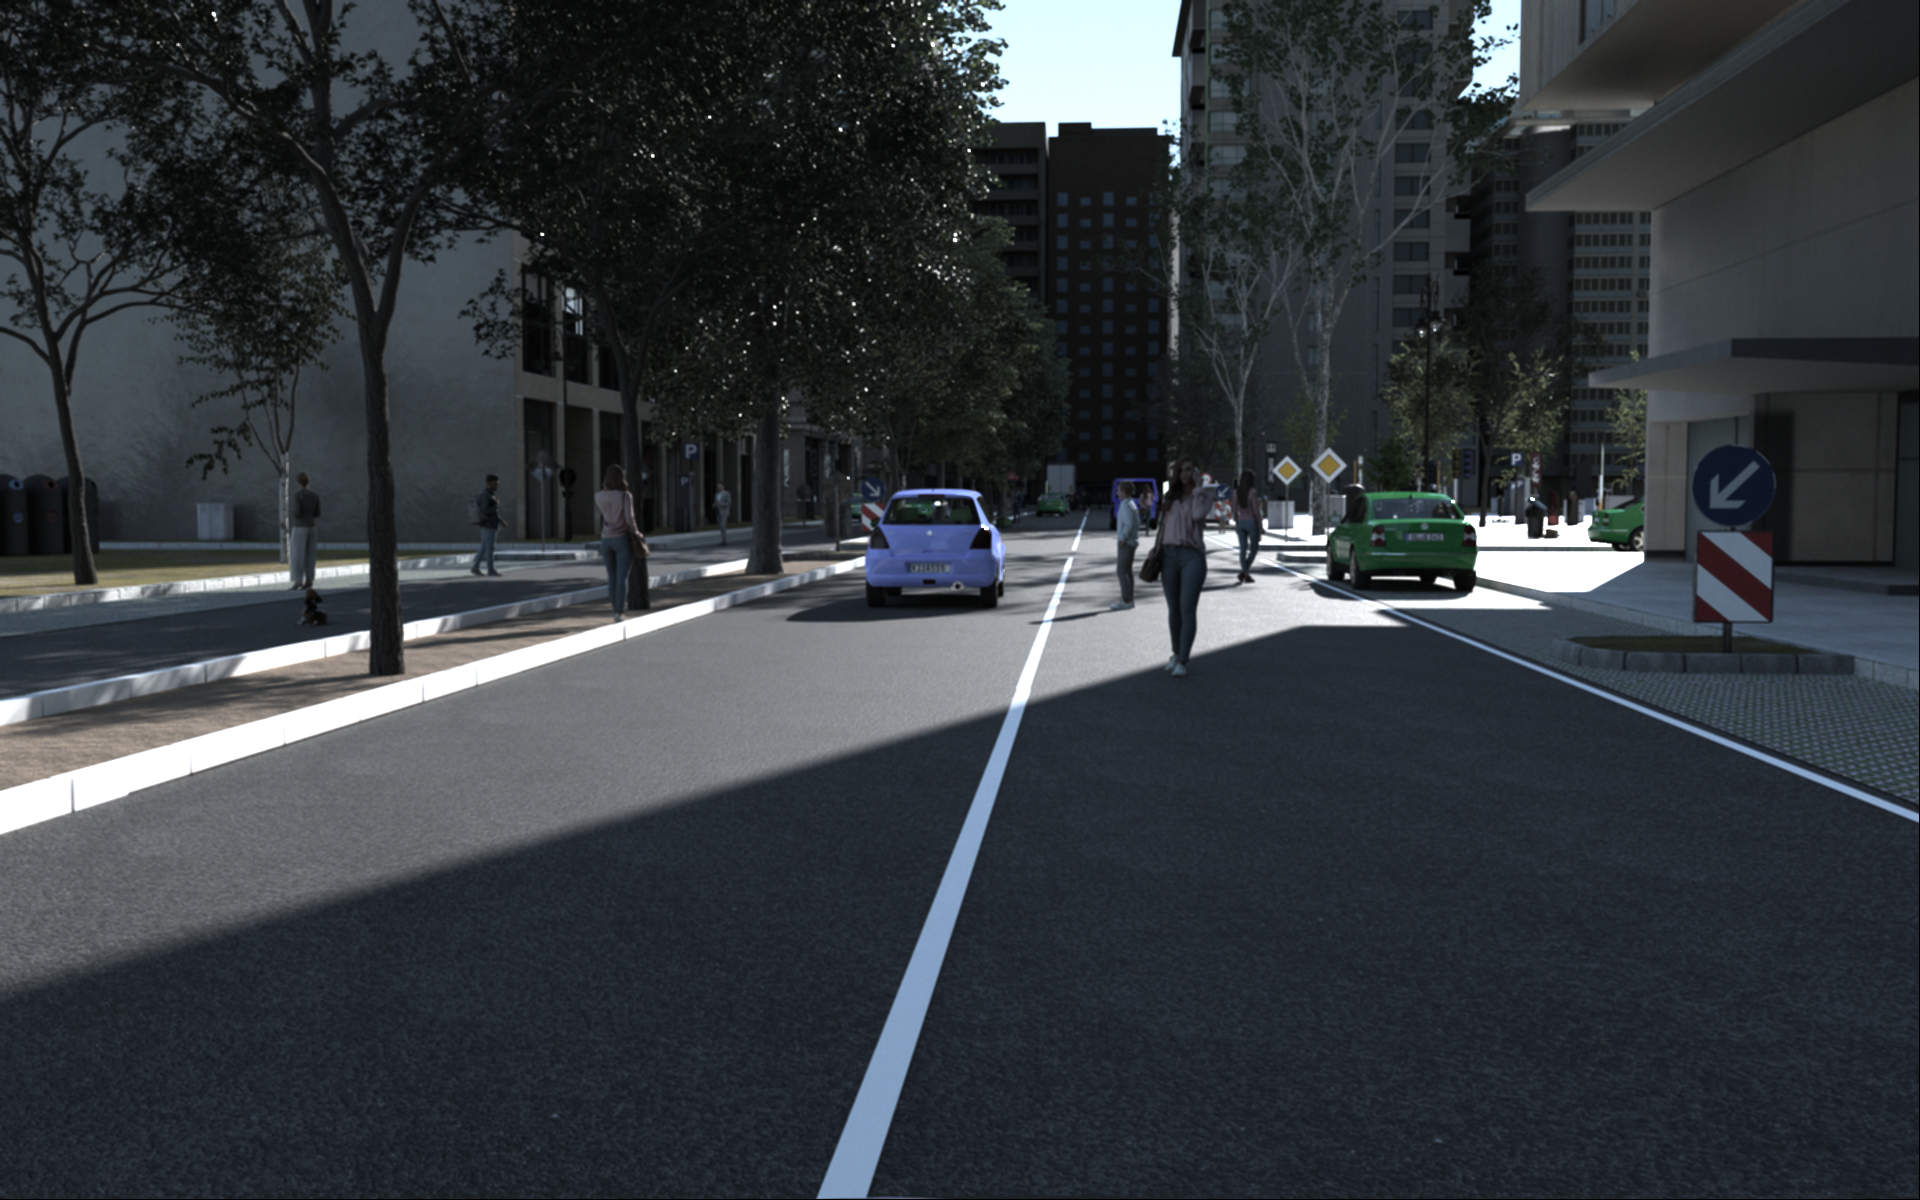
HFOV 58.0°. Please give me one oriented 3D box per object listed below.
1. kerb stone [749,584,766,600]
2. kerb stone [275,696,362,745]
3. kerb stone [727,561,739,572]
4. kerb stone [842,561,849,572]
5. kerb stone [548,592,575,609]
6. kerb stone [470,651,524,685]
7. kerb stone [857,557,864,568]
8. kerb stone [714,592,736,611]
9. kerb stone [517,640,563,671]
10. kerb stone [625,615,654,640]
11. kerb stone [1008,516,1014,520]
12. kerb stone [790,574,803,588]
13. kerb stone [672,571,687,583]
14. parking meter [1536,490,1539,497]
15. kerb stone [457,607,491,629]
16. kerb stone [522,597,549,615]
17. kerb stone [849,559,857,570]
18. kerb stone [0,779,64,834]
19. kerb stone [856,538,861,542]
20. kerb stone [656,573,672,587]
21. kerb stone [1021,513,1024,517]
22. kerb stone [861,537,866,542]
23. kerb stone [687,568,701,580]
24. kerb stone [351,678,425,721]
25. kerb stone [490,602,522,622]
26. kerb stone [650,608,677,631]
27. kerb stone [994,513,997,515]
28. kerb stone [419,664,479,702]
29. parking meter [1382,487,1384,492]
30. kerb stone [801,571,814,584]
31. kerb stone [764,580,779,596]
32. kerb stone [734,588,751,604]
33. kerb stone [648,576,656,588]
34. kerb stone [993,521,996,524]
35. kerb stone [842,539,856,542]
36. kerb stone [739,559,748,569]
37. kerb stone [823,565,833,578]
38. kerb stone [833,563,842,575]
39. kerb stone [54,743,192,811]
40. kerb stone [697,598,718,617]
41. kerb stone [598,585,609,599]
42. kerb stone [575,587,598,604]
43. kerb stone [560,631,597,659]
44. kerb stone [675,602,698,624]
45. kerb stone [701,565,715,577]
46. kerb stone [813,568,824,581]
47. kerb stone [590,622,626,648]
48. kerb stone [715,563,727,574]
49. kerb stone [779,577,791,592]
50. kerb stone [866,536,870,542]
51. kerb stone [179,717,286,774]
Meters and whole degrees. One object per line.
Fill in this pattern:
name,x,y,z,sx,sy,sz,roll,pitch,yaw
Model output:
kerb stone,-2.844,-0.088,23.642,0.120,0.150,1.000,0,4,4
kerb stone,-3.866,0.724,10.369,0.120,0.150,1.000,0,4,4
kerb stone,-4.298,-0.601,32.021,0.120,0.150,1.000,0,4,4
kerb stone,-2.209,-0.581,31.821,0.120,0.150,1.000,0,4,4
kerb stone,-5.087,0.025,21.786,0.120,0.150,1.000,0,4,4
kerb stone,-3.624,0.536,13.432,0.120,0.150,1.000,0,4,4
kerb stone,-2.051,-0.706,33.870,0.120,0.150,1.000,0,4,4
kerb stone,-2.991,0.039,21.604,0.120,0.150,1.000,0,4,4
kerb stone,-3.551,0.474,14.451,0.120,0.150,1.000,0,4,4
kerb stone,-3.308,0.286,17.518,0.120,0.150,1.000,0,4,4
kerb stone,2.968,-4.682,98.852,0.120,0.150,1.000,0,4,4
kerb stone,-2.606,-0.274,26.718,0.120,0.150,1.000,0,4,4
kerb stone,-4.616,-0.349,27.932,0.120,0.150,1.000,0,4,4
parking meter,34.179,-5.782,102.951,0.372,1.533,0.369,0,3,0
kerb stone,-5.324,0.213,18.712,0.120,0.150,1.000,0,4,4
kerb stone,-5.175,0.092,20.757,0.120,0.150,1.000,0,4,4
kerb stone,-2.128,-0.651,32.845,0.120,0.150,1.000,0,4,4
kerb stone,-4.100,0.913,7.302,0.120,0.150,1.000,0,4,4
kerb stone,-2.994,-1.632,48.904,0.120,0.150,1.000,0,4,4
kerb stone,-4.697,-0.288,26.906,0.120,0.150,1.000,0,4,4
kerb stone,3.831,-5.374,110.086,0.120,0.150,1.000,0,4,4
kerb stone,-2.914,-1.692,49.929,0.120,0.150,1.000,0,4,4
kerb stone,-4.538,-0.413,28.959,0.120,0.150,1.000,0,4,4
kerb stone,-3.788,0.661,11.388,0.120,0.150,1.000,0,4,4
kerb stone,-5.248,0.151,19.731,0.120,0.150,1.000,0,4,4
kerb stone,-3.237,0.224,18.538,0.120,0.150,1.000,0,4,4
kerb stone,2.462,-5.947,119.431,0.120,0.150,1.000,0,4,4
kerb stone,-3.706,0.601,12.410,0.120,0.150,1.000,0,4,4
parking meter,26.827,-6.355,109.620,0.399,1.863,0.255,0,4,6
kerb stone,-2.524,-0.339,27.739,0.120,0.150,1.000,0,4,4
kerb stone,-2.762,-0.150,24.670,0.120,0.150,1.000,0,4,4
kerb stone,-2.923,-0.026,22.623,0.120,0.150,1.000,0,4,4
kerb stone,-4.772,-0.226,25.886,0.120,0.150,1.000,0,4,4
kerb stone,1.780,-3.744,83.503,0.120,0.150,1.000,0,4,4
kerb stone,-3.073,-1.571,47.884,0.120,0.150,1.000,0,4,4
kerb stone,-4.218,-0.662,33.050,0.120,0.150,1.000,0,4,4
kerb stone,-2.365,-0.464,29.781,0.120,0.150,1.000,0,4,4
kerb stone,-2.285,-0.526,30.801,0.120,0.150,1.000,0,4,4
kerb stone,-4.019,0.849,8.320,0.120,0.150,1.000,0,4,4
kerb stone,-3.079,0.106,20.576,0.120,0.150,1.000,0,4,4
kerb stone,-4.935,-0.100,23.832,0.120,0.150,1.000,0,4,4
kerb stone,-5.007,-0.038,22.809,0.120,0.150,1.000,0,4,4
kerb stone,-3.473,0.416,15.474,0.120,0.150,1.000,0,4,4
kerb stone,-3.156,0.161,19.557,0.120,0.150,1.000,0,4,4
kerb stone,-4.460,-0.476,29.978,0.120,0.150,1.000,0,4,4
kerb stone,-2.440,-0.401,28.758,0.120,0.150,1.000,0,4,4
kerb stone,-3.397,0.349,16.493,0.120,0.150,1.000,0,4,4
kerb stone,-4.380,-0.536,31.003,0.120,0.150,1.000,0,4,4
kerb stone,-2.687,-0.208,25.689,0.120,0.150,1.000,0,4,4
kerb stone,-2.835,-1.759,50.956,0.120,0.150,1.000,0,4,4
kerb stone,-3.944,0.787,9.350,0.120,0.150,1.000,0,4,4
